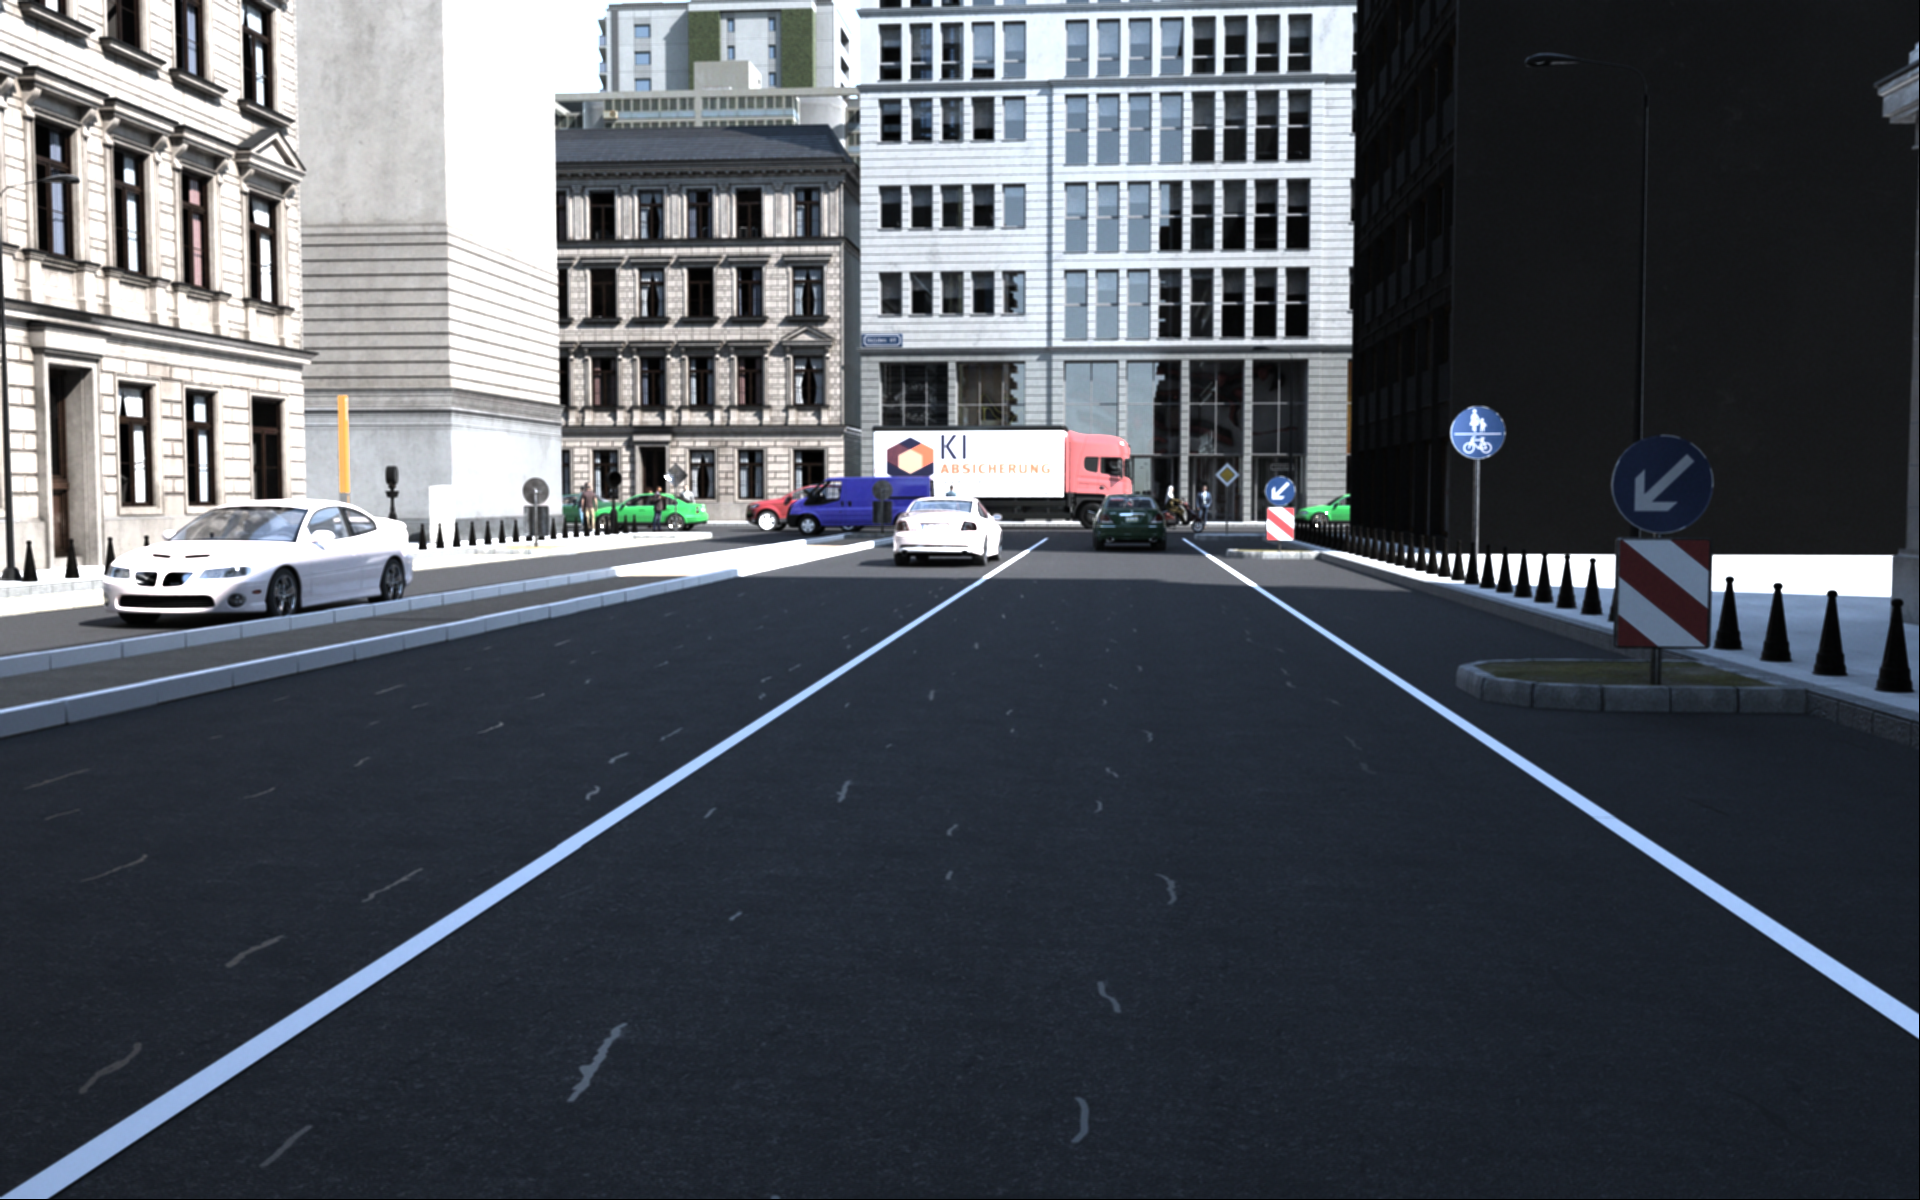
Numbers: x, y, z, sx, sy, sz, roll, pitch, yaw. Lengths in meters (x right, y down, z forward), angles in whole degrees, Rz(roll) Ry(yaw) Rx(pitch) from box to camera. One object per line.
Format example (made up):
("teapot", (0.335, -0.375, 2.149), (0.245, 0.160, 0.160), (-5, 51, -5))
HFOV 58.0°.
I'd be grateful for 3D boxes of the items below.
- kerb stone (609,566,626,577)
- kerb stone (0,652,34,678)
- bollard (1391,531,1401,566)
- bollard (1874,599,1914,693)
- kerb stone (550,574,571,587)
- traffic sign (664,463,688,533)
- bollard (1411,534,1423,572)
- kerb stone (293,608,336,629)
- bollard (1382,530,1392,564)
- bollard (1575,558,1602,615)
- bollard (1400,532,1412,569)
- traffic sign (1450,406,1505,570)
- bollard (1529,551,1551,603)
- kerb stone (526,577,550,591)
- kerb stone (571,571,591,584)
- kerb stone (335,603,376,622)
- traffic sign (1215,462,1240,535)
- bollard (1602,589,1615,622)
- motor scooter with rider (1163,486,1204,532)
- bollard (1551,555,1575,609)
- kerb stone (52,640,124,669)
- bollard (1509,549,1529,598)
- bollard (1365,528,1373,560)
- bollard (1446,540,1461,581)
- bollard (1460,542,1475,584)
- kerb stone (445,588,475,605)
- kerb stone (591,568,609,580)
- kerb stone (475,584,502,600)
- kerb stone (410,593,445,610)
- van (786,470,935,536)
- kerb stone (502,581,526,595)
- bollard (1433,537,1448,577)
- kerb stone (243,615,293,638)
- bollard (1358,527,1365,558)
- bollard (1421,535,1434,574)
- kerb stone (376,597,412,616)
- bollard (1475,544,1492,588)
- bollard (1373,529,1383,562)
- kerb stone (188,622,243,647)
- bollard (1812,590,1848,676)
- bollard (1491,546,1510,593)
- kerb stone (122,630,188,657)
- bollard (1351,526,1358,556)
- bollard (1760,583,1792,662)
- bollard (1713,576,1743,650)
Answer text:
("kerb stone", (-6.007, -0.472, 29.915), (0.120, 0.150, 1.000), (0, 4, 5))
("kerb stone", (-7.484, 0.529, 13.546), (0.120, 0.150, 1.000), (0, 4, 5))
("bollard", (7.851, -0.905, 30.840), (0.229, 0.601, 0.229), (0, 3, 0))
("bollard", (6.093, 0.291, 11.276), (0.229, 0.601, 0.229), (0, 3, 0))
("kerb stone", (-6.288, -0.282, 26.840), (0.120, 0.150, 1.000), (0, 4, 5))
("traffic sign", (-9.239, -3.221, 56.309), (0.795, 2.450, 0.064), (0, 4, 5))
("bollard", (7.667, -0.778, 28.767), (0.229, 0.601, 0.229), (0, 3, 0))
("kerb stone", (-7.026, 0.223, 18.648), (0.120, 0.150, 1.000), (0, 4, 5))
("bollard", (7.947, -0.968, 31.862), (0.229, 0.601, 0.229), (0, 3, 0))
("bollard", (6.744, -0.149, 18.475), (0.229, 0.601, 0.229), (0, 3, 0))
("bollard", (7.761, -0.842, 29.809), (0.229, 0.601, 0.229), (0, 3, 0))
("traffic sign", (7.494, -1.531, 25.137), (0.768, 2.556, 0.104), (1, 4, 10))
("bollard", (6.928, -0.275, 20.536), (0.229, 0.601, 0.229), (0, 3, 0))
("kerb stone", (-6.376, -0.221, 25.816), (0.120, 0.150, 1.000), (0, 4, 5))
("kerb stone", (-6.188, -0.344, 27.866), (0.120, 0.150, 1.000), (0, 4, 5))
("kerb stone", (-6.932, 0.154, 19.673), (0.120, 0.150, 1.000), (0, 4, 5))
("traffic sign", (8.432, -3.123, 54.706), (0.795, 2.450, 0.064), (0, 4, 5))
("bollard", (6.650, -0.086, 17.447), (0.229, 0.601, 0.229), (0, 3, 0))
("motor scooter with rider", (8.134, -3.414, 64.782), (1.986, 1.779, 0.876), (0, 4, 6))
("bollard", (6.833, -0.212, 19.502), (0.229, 0.601, 0.229), (0, 3, 0))
("kerb stone", (-7.397, 0.470, 14.567), (0.120, 0.150, 1.000), (0, 4, 5))
("bollard", (7.019, -0.338, 21.567), (0.229, 0.601, 0.229), (0, 3, 0))
("bollard", (8.129, -1.094, 33.928), (0.229, 0.601, 0.229), (0, 3, 0))
("bollard", (7.395, -0.590, 25.690), (0.229, 0.601, 0.229), (0, 3, 0))
("bollard", (7.299, -0.528, 24.667), (0.229, 0.601, 0.229), (0, 3, 0))
("kerb stone", (-6.649, -0.031, 22.744), (0.120, 0.150, 1.000), (0, 4, 5))
("kerb stone", (-6.097, -0.410, 28.895), (0.120, 0.150, 1.000), (0, 4, 5))
("kerb stone", (-6.561, -0.096, 23.773), (0.120, 0.150, 1.000), (0, 4, 5))
("kerb stone", (-6.747, 0.029, 21.722), (0.120, 0.150, 1.000), (0, 4, 5))
("van", (-3.441, -3.438, 60.595), (5.245, 2.365, 2.240), (0, 4, 4))
("kerb stone", (-6.473, -0.159, 24.796), (0.120, 0.150, 1.000), (0, 4, 5))
("bollard", (7.482, -0.653, 26.722), (0.229, 0.601, 0.229), (0, 3, 0))
("kerb stone", (-7.115, 0.279, 17.627), (0.120, 0.150, 1.000), (0, 4, 5))
("bollard", (8.219, -1.156, 34.950), (0.229, 0.601, 0.229), (0, 3, 0))
("bollard", (7.574, -0.716, 27.745), (0.229, 0.601, 0.229), (0, 3, 0))
("kerb stone", (-6.841, 0.099, 20.698), (0.120, 0.150, 1.000), (0, 4, 5))
("bollard", (7.209, -0.465, 23.639), (0.229, 0.601, 0.229), (0, 3, 0))
("bollard", (8.040, -1.031, 32.900), (0.229, 0.601, 0.229), (0, 3, 0))
("kerb stone", (-7.206, 0.342, 16.607), (0.120, 0.150, 1.000), (0, 4, 5))
("bollard", (6.187, 0.229, 12.301), (0.229, 0.601, 0.229), (0, 3, 0))
("bollard", (7.112, -0.401, 22.599), (0.229, 0.601, 0.229), (0, 3, 0))
("kerb stone", (-7.297, 0.404, 15.586), (0.120, 0.150, 1.000), (0, 4, 5))
("bollard", (8.319, -1.221, 36.003), (0.229, 0.601, 0.229), (0, 3, 0))
("bollard", (6.285, 0.166, 13.323), (0.229, 0.601, 0.229), (0, 3, 0))
("bollard", (6.373, 0.103, 14.354), (0.229, 0.601, 0.229), (0, 3, 0))
